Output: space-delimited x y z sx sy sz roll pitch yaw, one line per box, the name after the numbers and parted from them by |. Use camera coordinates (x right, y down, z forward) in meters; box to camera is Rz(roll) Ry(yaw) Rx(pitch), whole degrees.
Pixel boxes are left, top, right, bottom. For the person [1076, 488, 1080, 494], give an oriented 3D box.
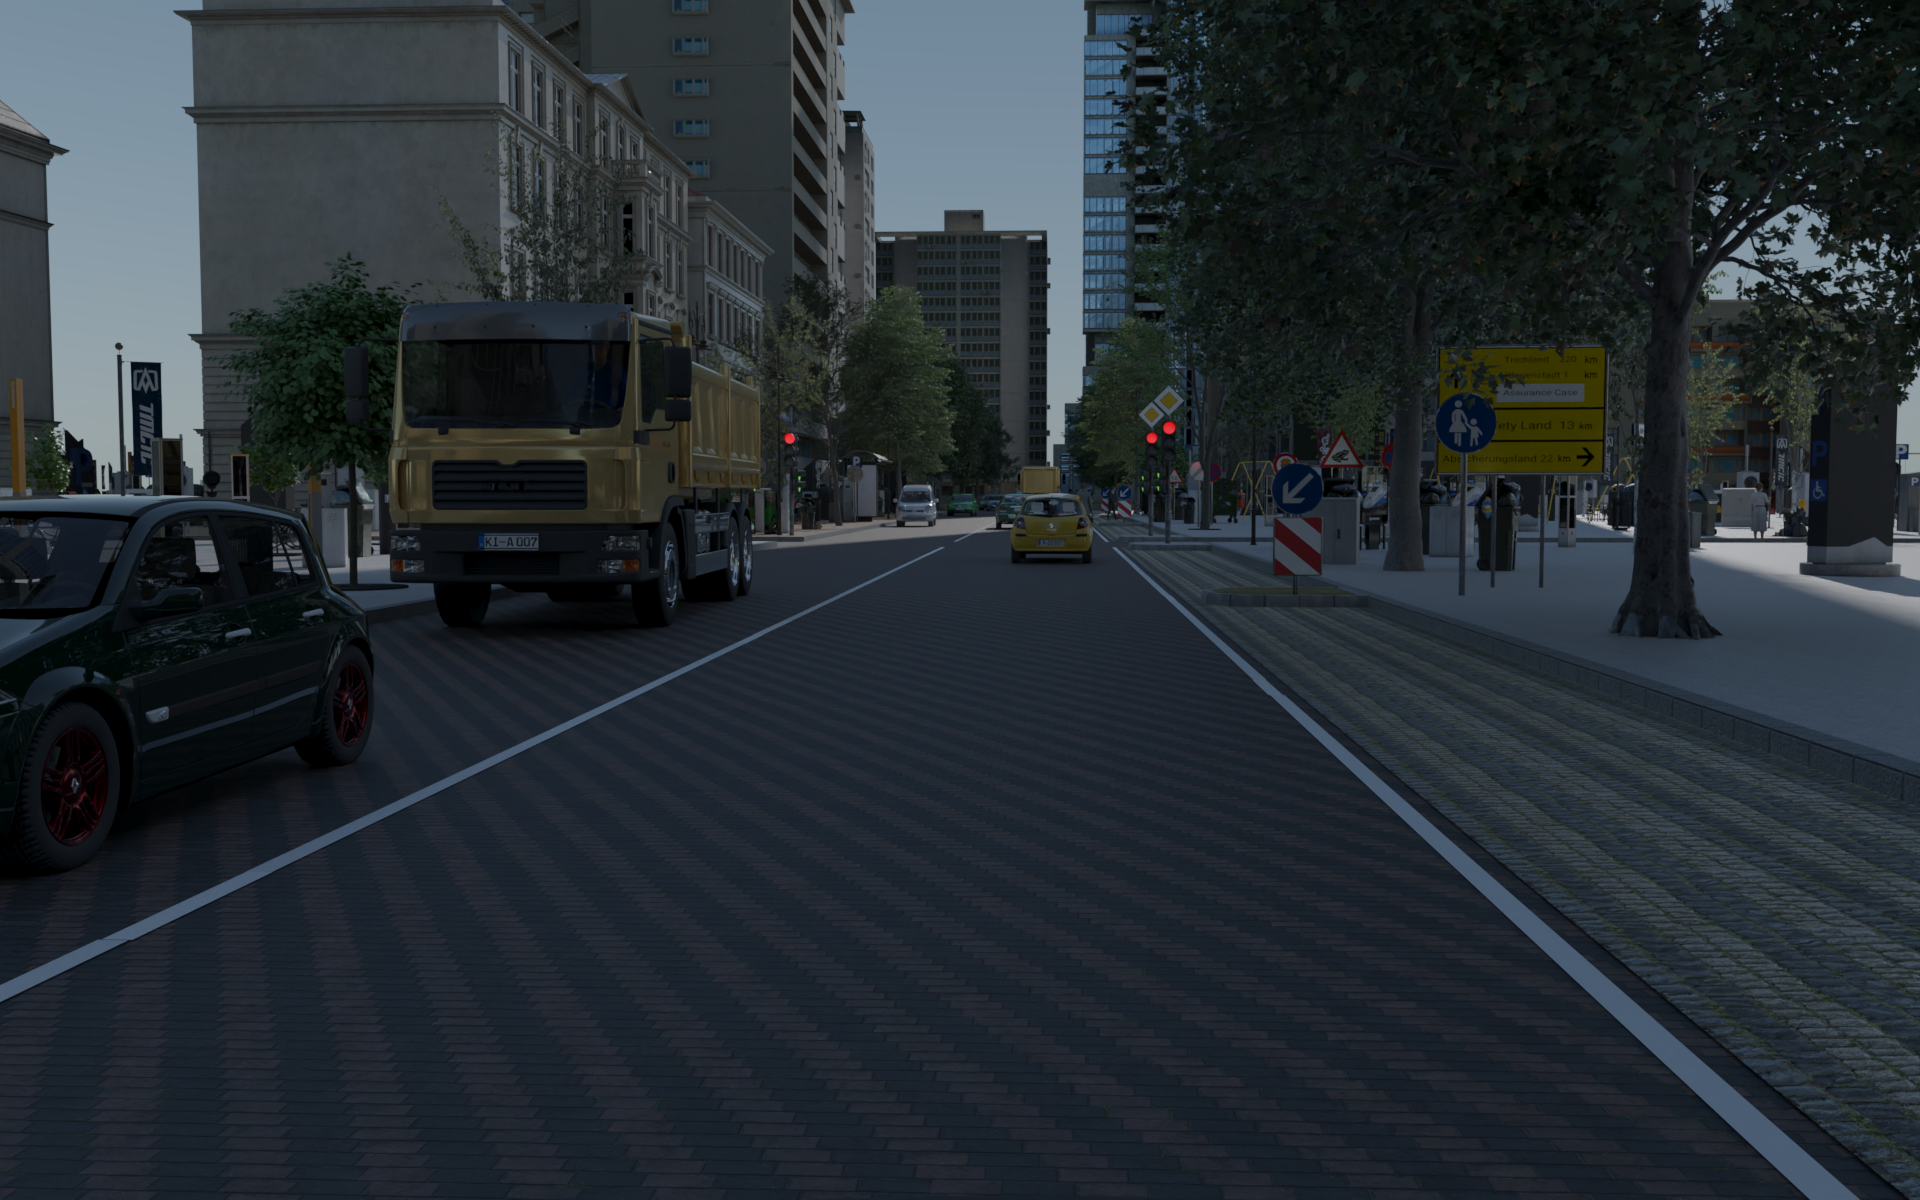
7.751 -6.348 111.659 0.648 1.900 0.474 -3 5 -40 | person

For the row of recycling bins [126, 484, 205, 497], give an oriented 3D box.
-31.560 -3.779 68.903 1.069 1.692 3.534 2 4 32 | row of recycling bins

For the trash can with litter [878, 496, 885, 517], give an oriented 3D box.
-4.452 -5.235 96.972 0.624 1.170 1.055 -2 4 -23 | trash can with litter

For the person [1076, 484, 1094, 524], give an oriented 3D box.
4.536 -3.328 63.011 0.694 1.812 0.767 1 4 11 | person

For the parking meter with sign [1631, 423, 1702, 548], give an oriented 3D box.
17.162 -2.798 42.012 0.543 3.016 1.738 -2 4 -30 | parking meter with sign

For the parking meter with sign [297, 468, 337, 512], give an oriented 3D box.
-21.325 -3.756 57.668 0.543 3.016 1.738 1 4 18 | parking meter with sign

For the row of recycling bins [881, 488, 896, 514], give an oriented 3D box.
-4.422 -6.455 112.659 3.534 1.692 1.069 -1 4 -16 | row of recycling bins

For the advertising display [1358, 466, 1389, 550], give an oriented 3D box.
9.531 -2.126 39.975 0.974 1.923 0.123 -3 4 -38 | advertising display

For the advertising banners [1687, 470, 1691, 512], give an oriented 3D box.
51.741 -7.735 122.647 0.090 3.025 2.074 1 4 8 | advertising banners

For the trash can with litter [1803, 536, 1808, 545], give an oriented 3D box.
21.437 -1.938 43.070 0.624 1.170 1.055 -1 4 -17 | trash can with litter

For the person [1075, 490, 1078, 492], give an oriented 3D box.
10.093 -8.655 150.014 0.705 1.822 1.348 1 4 14 | person

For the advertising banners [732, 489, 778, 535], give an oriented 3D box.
-6.705 -3.590 54.885 2.074 3.025 0.090 0 4 5 | advertising banners

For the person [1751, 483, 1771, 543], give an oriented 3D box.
22.573 -2.432 48.827 0.480 1.755 0.524 2 4 35 | person

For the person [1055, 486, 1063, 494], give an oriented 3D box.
4.794 -4.626 84.164 0.581 1.822 0.654 0 4 6 | person

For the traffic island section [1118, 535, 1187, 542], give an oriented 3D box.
5.851 -1.874 52.923 2.009 0.180 2.903 0 4 3 | traffic island section

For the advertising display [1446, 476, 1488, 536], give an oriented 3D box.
11.786 -2.145 40.279 0.974 1.923 0.123 -1 4 -11 | advertising display

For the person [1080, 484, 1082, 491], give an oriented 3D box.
4.806 -3.751 69.682 0.795 1.843 0.661 1 4 16 | person

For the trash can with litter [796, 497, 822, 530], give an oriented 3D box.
-5.449 -3.144 62.798 0.624 1.170 1.055 2 4 24 | trash can with litter

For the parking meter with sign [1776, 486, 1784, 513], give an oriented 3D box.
54.287 -7.239 114.619 0.543 3.016 1.738 1 4 21 | parking meter with sign

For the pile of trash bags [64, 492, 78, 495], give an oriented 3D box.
-35.444 -3.539 67.609 3.447 1.369 1.912 2 4 33 | pile of trash bags

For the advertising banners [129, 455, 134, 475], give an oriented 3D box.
-36.763 -5.045 78.674 0.090 3.025 2.074 2 4 29 | advertising banners

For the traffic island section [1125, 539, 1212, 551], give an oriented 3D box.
5.413 -1.386 44.950 2.009 0.180 2.903 0 4 3 | traffic island section

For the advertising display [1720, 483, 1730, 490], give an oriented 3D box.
43.306 -5.681 98.098 0.123 1.923 0.974 0 4 -2 | advertising display

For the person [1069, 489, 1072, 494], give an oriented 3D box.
9.287 -8.437 146.076 0.705 1.869 1.348 2 4 32 | person

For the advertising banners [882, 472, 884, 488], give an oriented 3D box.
-5.056 -7.330 116.030 0.090 3.025 2.074 -1 4 -9 | advertising banners

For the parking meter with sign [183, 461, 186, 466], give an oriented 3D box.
-41.350 -5.863 92.123 0.543 3.016 1.738 -1 4 -18 | parking meter with sign

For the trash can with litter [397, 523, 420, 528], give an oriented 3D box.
-20.685 -3.283 65.064 1.055 1.170 0.624 -1 4 -11 | trash can with litter

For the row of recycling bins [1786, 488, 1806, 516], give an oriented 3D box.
50.777 -5.833 102.485 3.534 1.692 1.069 3 5 41 | row of recycling bins

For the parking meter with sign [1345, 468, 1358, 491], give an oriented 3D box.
20.688 -5.669 88.946 1.738 3.016 0.543 2 4 25 | parking meter with sign

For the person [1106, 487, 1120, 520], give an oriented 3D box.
8.523 -5.395 96.492 0.755 1.850 0.659 1 4 14 | person

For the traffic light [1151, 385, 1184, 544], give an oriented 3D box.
5.373 -3.420 44.838 0.839 4.253 0.868 0 4 3 | traffic light

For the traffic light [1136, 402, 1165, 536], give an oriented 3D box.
5.811 -3.908 52.811 0.839 4.253 0.868 0 4 3 | traffic light

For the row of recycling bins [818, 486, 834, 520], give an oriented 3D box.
-6.268 -4.904 87.289 1.069 1.692 3.534 1 4 17 | row of recycling bins

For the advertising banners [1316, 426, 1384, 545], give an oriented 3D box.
9.995 -2.956 44.521 0.090 3.025 2.074 -3 5 -44 | advertising banners

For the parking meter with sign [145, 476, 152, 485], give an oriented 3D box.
-57.936 -7.874 125.000 1.738 3.016 0.543 2 4 27 | parking meter with sign

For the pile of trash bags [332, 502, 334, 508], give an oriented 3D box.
-41.792 -6.604 117.731 3.447 1.369 1.912 1 4 9 | pile of trash bags

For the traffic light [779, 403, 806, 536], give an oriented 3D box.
-5.184 -3.943 53.397 0.839 4.253 0.868 0 4 3 | traffic light

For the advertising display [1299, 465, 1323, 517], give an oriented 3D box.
7.899 -2.049 38.713 0.123 1.923 0.974 -2 4 -29 | advertising display

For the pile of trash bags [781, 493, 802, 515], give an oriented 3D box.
-9.346 -5.248 95.557 1.912 1.369 3.447 0 4 -3 | pile of trash bags

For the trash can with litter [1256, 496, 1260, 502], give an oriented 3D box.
18.407 -5.997 109.432 1.055 1.170 0.624 1 4 16 | trash can with litter

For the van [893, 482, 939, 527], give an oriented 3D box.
-1.943 -4.302 77.351 2.013 2.044 4.112 0 4 1 | van

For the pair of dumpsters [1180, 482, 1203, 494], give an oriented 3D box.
13.379 -5.897 98.915 1.574 2.255 4.437 0 4 3 | pair of dumpsters

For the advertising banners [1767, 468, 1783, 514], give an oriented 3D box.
54.989 -7.473 118.377 2.074 3.025 0.090 0 4 -1 | advertising banners

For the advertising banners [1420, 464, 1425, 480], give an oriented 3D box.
27.729 -6.450 101.649 2.074 3.025 0.090 3 5 40 | advertising banners

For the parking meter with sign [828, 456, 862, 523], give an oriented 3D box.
-5.225 -5.033 78.553 0.543 3.016 1.738 3 5 39 | parking meter with sign

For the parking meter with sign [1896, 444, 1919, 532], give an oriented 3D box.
32.564 -3.861 59.390 0.543 3.016 1.738 0 4 5 | parking meter with sign

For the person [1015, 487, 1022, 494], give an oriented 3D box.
3.340 -5.559 99.259 0.638 1.841 0.748 -2 4 -23 | person

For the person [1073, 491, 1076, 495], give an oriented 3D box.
12.324 -10.949 187.971 0.568 1.767 0.683 -1 4 -13 | person

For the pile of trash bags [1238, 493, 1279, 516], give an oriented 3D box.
17.571 -5.746 103.693 1.912 1.369 3.447 3 5 39 | pile of trash bags

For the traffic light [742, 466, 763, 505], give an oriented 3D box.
-5.622 -3.456 45.424 0.839 4.253 0.868 0 4 3 | traffic light

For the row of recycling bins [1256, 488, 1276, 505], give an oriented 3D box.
22.143 -6.942 120.615 3.534 1.692 1.069 0 4 7 | row of recycling bins

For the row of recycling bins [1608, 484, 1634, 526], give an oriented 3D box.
27.209 -3.814 69.476 1.069 1.692 3.534 -1 4 -10 | row of recycling bins

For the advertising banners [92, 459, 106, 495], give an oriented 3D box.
-43.415 -5.626 88.178 0.090 3.025 2.074 3 4 37 | advertising banners

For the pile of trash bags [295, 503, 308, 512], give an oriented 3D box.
-43.406 -6.304 112.815 1.912 1.369 3.447 1 4 16 | pile of trash bags

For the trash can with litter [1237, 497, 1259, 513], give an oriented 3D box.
19.678 -6.464 116.737 1.678 1.210 2.233 -3 5 -43 | trash can with litter

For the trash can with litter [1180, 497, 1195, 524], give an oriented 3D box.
9.829 -3.869 74.644 0.624 1.170 1.055 1 4 9 | trash can with litter
